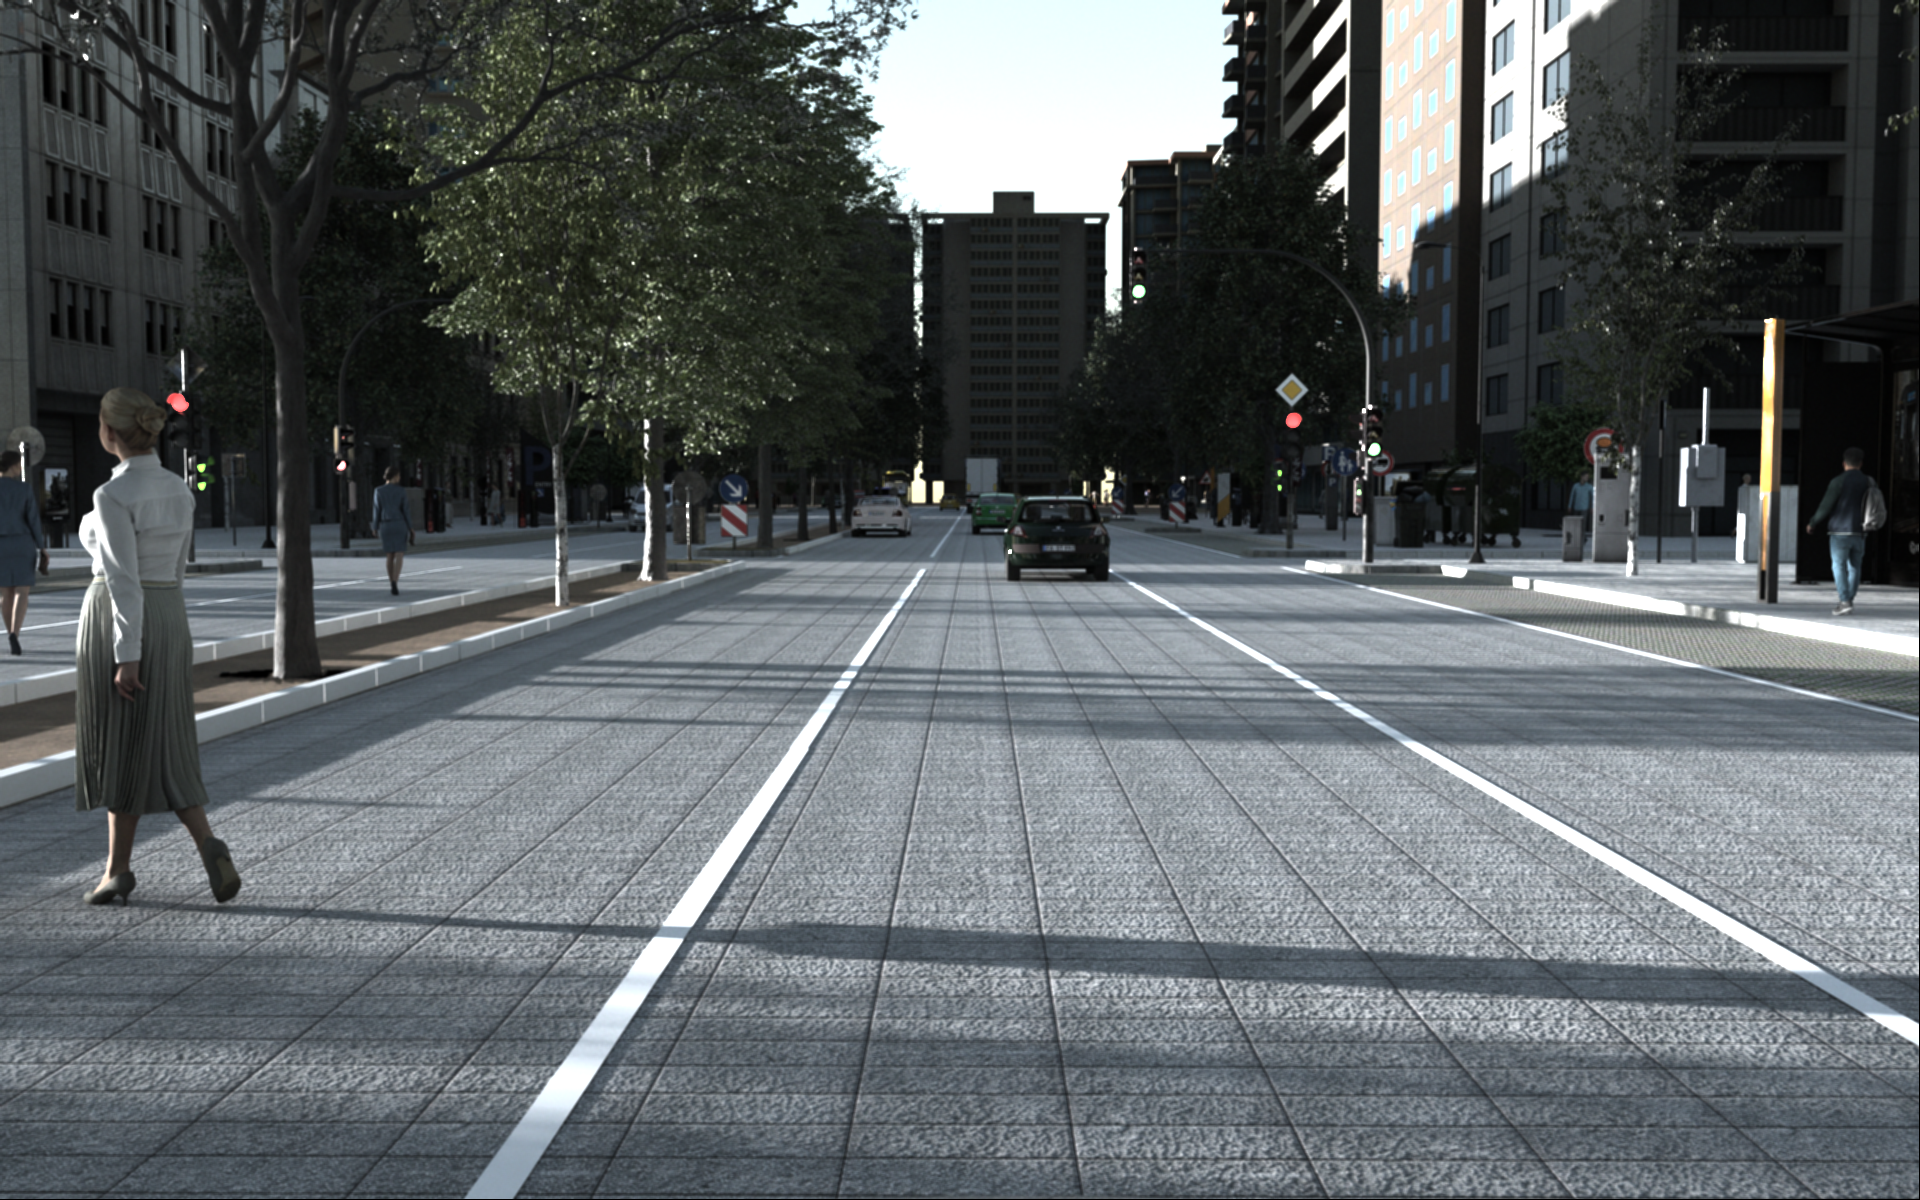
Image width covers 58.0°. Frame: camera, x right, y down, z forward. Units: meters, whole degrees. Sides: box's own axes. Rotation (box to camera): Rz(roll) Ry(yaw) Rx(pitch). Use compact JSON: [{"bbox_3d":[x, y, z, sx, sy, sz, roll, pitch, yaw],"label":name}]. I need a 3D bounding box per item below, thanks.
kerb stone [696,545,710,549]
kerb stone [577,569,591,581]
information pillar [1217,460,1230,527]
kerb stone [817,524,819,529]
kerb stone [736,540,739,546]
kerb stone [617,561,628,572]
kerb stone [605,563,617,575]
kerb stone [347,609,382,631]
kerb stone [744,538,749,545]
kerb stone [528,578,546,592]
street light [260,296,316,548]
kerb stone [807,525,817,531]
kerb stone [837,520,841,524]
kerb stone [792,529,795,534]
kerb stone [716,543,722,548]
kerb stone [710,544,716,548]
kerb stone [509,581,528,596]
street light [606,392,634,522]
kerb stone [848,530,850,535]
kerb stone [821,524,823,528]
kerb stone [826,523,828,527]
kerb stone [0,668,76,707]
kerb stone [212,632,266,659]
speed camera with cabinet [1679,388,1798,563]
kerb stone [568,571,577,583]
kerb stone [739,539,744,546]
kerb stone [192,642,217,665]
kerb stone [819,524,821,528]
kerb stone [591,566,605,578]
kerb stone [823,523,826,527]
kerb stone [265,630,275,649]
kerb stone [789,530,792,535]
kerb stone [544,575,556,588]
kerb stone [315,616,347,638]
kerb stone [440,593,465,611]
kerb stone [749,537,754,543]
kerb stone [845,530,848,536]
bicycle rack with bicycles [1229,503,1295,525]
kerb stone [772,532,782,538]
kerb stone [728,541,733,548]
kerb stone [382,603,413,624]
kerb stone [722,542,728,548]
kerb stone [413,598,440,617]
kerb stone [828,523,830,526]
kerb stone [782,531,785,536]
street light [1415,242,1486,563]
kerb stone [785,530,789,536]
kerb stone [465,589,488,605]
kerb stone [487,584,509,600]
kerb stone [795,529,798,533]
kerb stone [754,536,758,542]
[{"bbox_3d":[-6.195,-1.185,41.563,0.120,0.150,1.000,0,4,1],"label":"kerb stone"},{"bbox_3d":[-6.317,-0.396,28.671,0.120,0.150,1.000,0,4,1],"label":"kerb stone"},{"bbox_3d":[10.230,-4.641,67.230,0.504,3.616,0.183,1,4,8],"label":"information pillar"},{"bbox_3d":[-5.937,-2.942,70.302,0.120,0.150,1.000,0,4,1],"label":"kerb stone"},{"bbox_3d":[-6.156,-1.493,46.692,0.120,0.150,1.000,0,4,1],"label":"kerb stone"},{"bbox_3d":[-6.291,-0.584,31.746,0.120,0.150,1.000,0,4,1],"label":"kerb stone"},{"bbox_3d":[-6.298,-0.522,30.724,0.120,0.150,1.000,0,4,1],"label":"kerb stone"},{"bbox_3d":[-6.417,0.230,18.432,0.120,0.150,1.000,0,4,1],"label":"kerb stone"},{"bbox_3d":[-6.127,-1.624,48.748,0.120,0.150,1.000,0,4,1],"label":"kerb stone"},{"bbox_3d":[-6.344,-0.204,25.606,0.120,0.150,1.000,0,4,1],"label":"kerb stone"},{"bbox_3d":[-15.820,-4.175,40.806,1.470,5.913,1.316,0,4,1],"label":"street light"},{"bbox_3d":[-5.944,-2.878,69.275,0.120,0.150,1.000,0,4,1],"label":"kerb stone"},{"bbox_3d":[-5.804,-3.753,83.623,0.120,0.150,1.000,0,4,1],"label":"kerb stone"},{"bbox_3d":[-6.023,-2.376,61.055,0.120,0.150,1.000,0,4,1],"label":"kerb stone"},{"bbox_3d":[-6.185,-1.310,43.608,0.120,0.150,1.000,0,4,1],"label":"kerb stone"},{"bbox_3d":[-6.189,-1.243,42.586,0.120,0.150,1.000,0,4,1],"label":"kerb stone"},{"bbox_3d":[-6.355,-0.146,24.583,0.120,0.150,1.000,0,4,1],"label":"kerb stone"},{"bbox_3d":[-15.526,-6.525,79.220,1.470,5.913,1.316,0,4,1],"label":"street light"},{"bbox_3d":[-3.940,-2.251,59.001,0.120,0.150,1.000,0,4,1],"label":"kerb stone"},{"bbox_3d":[-5.917,-3.067,72.360,0.120,0.150,1.000,0,4,1],"label":"kerb stone"},{"bbox_3d":[-5.899,-3.193,74.404,0.120,0.150,1.000,0,4,1],"label":"kerb stone"},{"bbox_3d":[-6.473,0.608,12.282,0.120,0.150,1.000,0,4,1],"label":"kerb stone"},{"bbox_3d":[-6.443,0.418,15.359,0.120,0.150,1.000,0,4,1],"label":"kerb stone"},{"bbox_3d":[14.621,-2.330,32.438,2.038,3.252,0.660,1,4,8],"label":"speed camera with cabinet"},{"bbox_3d":[-6.327,-0.334,27.649,0.120,0.150,1.000,0,4,1],"label":"kerb stone"},{"bbox_3d":[-6.143,-1.553,47.714,0.120,0.150,1.000,0,4,1],"label":"kerb stone"},{"bbox_3d":[-6.450,0.482,14.326,0.120,0.150,1.000,0,4,1],"label":"kerb stone"},{"bbox_3d":[-5.920,-3.005,71.328,0.120,0.150,1.000,0,4,1],"label":"kerb stone"},{"bbox_3d":[-6.306,-0.459,29.703,0.120,0.150,1.000,0,4,1],"label":"kerb stone"},{"bbox_3d":[-5.901,-3.131,73.382,0.120,0.150,1.000,0,4,1],"label":"kerb stone"},{"bbox_3d":[-6.435,0.358,16.385,0.120,0.150,1.000,0,4,1],"label":"kerb stone"},{"bbox_3d":[-6.030,-2.314,60.032,0.120,0.150,1.000,0,4,1],"label":"kerb stone"},{"bbox_3d":[-6.338,-0.271,26.627,0.120,0.150,1.000,0,4,1],"label":"kerb stone"},{"bbox_3d":[-6.425,0.293,17.407,0.120,0.150,1.000,0,4,1],"label":"kerb stone"},{"bbox_3d":[-6.391,0.042,21.507,0.120,0.150,1.000,0,4,1],"label":"kerb stone"},{"bbox_3d":[-6.127,-1.684,49.771,0.120,0.150,1.000,0,4,1],"label":"kerb stone"},{"bbox_3d":[-3.947,-2.188,57.975,0.120,0.150,1.000,0,4,1],"label":"kerb stone"},{"bbox_3d":[12.615,-3.666,73.324,2.852,0.926,2.925,-1,4,-11],"label":"bicycle rack with bicycles"},{"bbox_3d":[-6.055,-2.126,56.963,0.120,0.150,1.000,0,4,1],"label":"kerb stone"},{"bbox_3d":[-6.161,-1.432,45.660,0.120,0.150,1.000,0,4,1],"label":"kerb stone"},{"bbox_3d":[-6.402,0.168,19.454,0.120,0.150,1.000,0,4,1],"label":"kerb stone"},{"bbox_3d":[-6.169,-1.372,44.638,0.120,0.150,1.000,0,4,1],"label":"kerb stone"},{"bbox_3d":[-6.394,0.105,20.485,0.120,0.150,1.000,0,4,1],"label":"kerb stone"},{"bbox_3d":[-5.885,-3.251,75.427,0.120,0.150,1.000,0,4,1],"label":"kerb stone"},{"bbox_3d":[-6.052,-2.189,57.987,0.120,0.150,1.000,0,4,1],"label":"kerb stone"},{"bbox_3d":[9.082,-3.640,32.059,1.470,5.913,1.316,0,4,1],"label":"street light"},{"bbox_3d":[-6.042,-2.252,59.010,0.120,0.150,1.000,0,4,1],"label":"kerb stone"},{"bbox_3d":[-6.374,-0.021,22.538,0.120,0.150,1.000,0,4,1],"label":"kerb stone"},{"bbox_3d":[-6.365,-0.084,23.561,0.120,0.150,1.000,0,4,1],"label":"kerb stone"},{"bbox_3d":[-6.011,-2.439,62.082,0.120,0.150,1.000,0,4,1],"label":"kerb stone"},{"bbox_3d":[-6.112,-1.749,50.798,0.120,0.150,1.000,0,4,1],"label":"kerb stone"}]
